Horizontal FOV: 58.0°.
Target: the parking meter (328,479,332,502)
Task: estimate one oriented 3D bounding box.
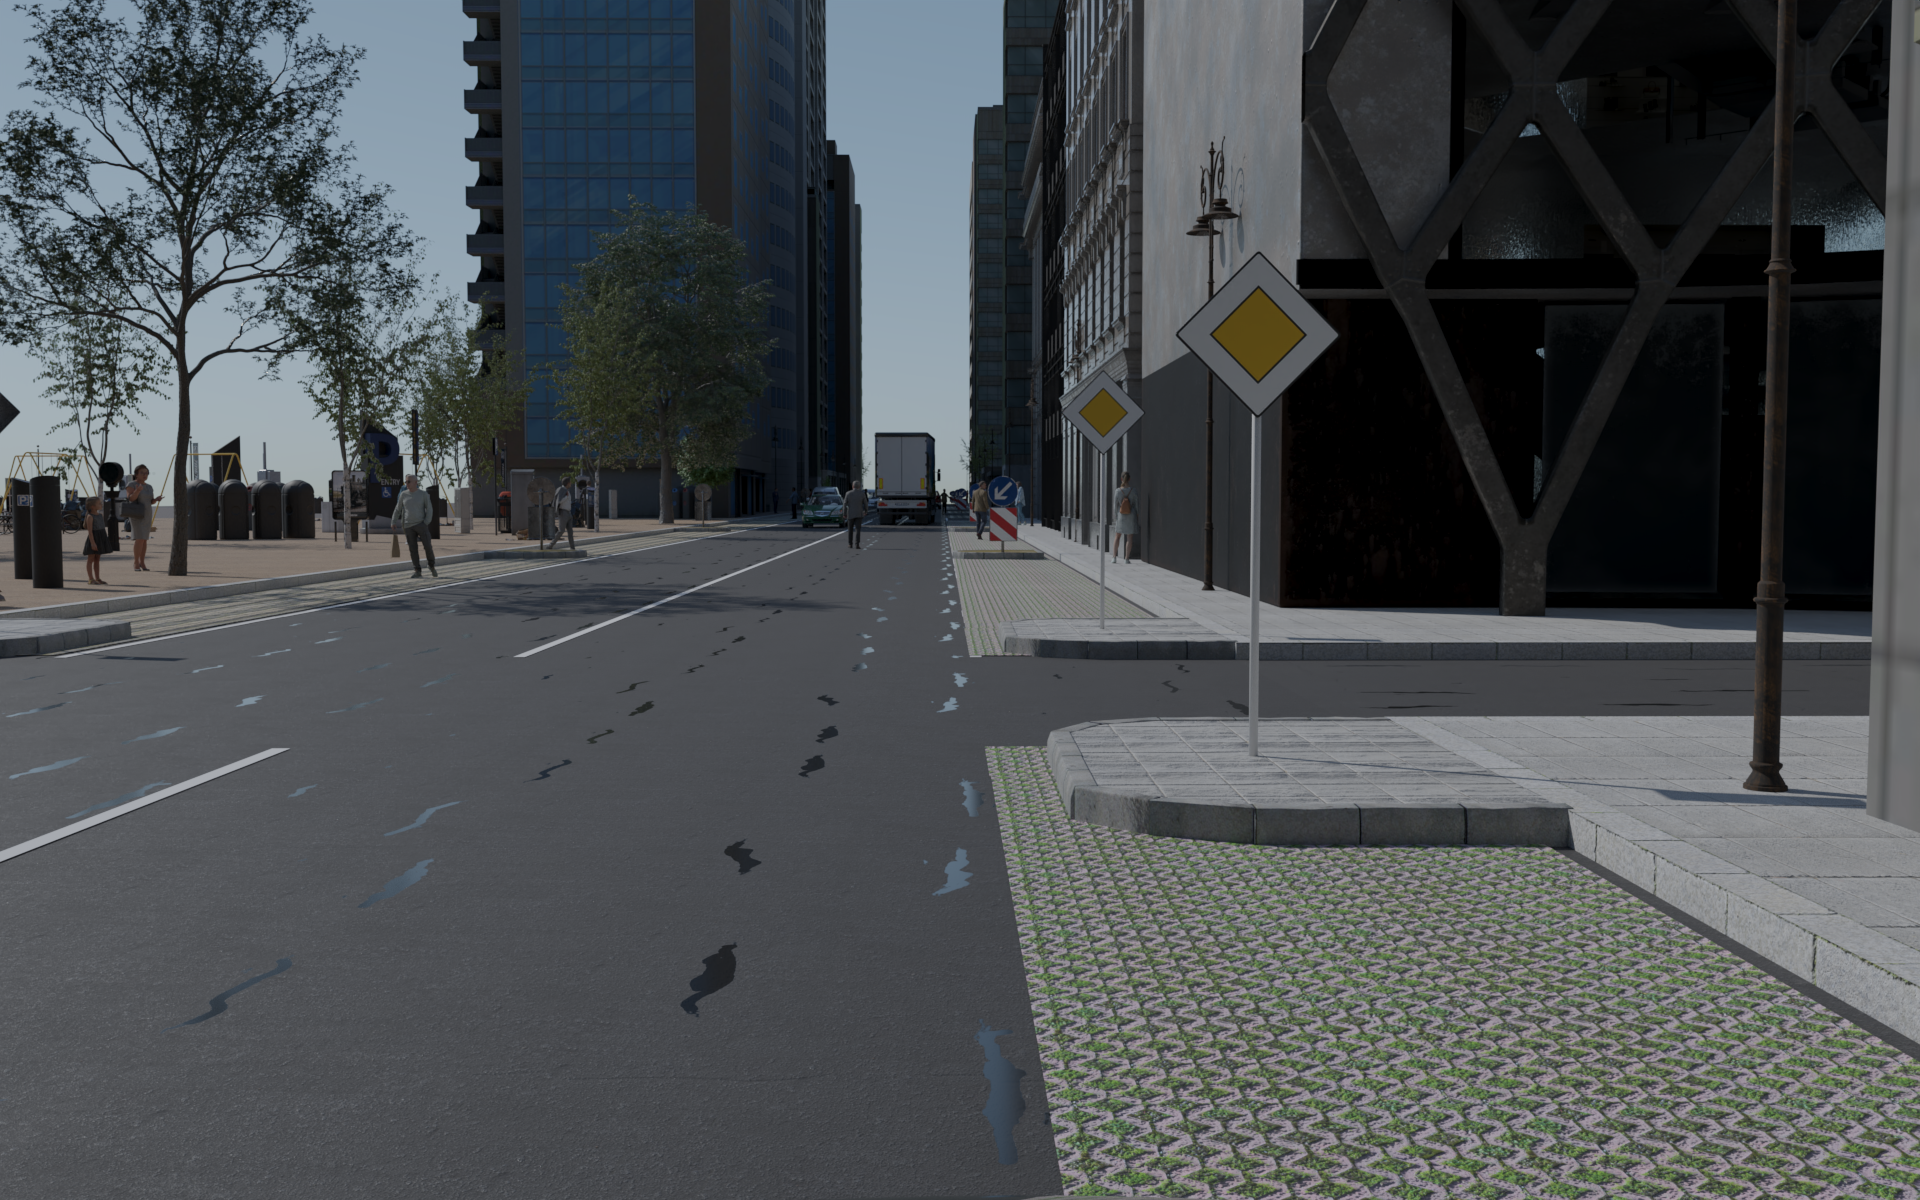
[{"bbox_3d":[-22.458,-3.453,62.168,0.255,1.863,0.399,0,4,7],"label":"parking meter"}]

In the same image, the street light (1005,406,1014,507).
[{"bbox_3d":[2.610,-7.240,91.156,0.468,5.910,1.993,0,4,-1],"label":"street light"}]

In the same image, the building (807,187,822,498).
[{"bbox_3d":[-20.078,-23.512,156.119,14.160,30.474,14.107,0,4,-1],"label":"building"}]

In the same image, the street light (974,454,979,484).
[{"bbox_3d":[1.897,-11.912,167.547,0.468,5.910,1.993,0,4,-1],"label":"street light"}]

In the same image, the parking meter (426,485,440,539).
[{"bbox_3d":[-14.971,-2.494,49.189,0.372,1.533,0.369,0,3,0],"label":"parking meter"}]

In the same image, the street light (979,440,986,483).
[{"bbox_3d":[2.084,-10.524,144.854,0.468,5.910,1.993,0,4,-1],"label":"street light"}]

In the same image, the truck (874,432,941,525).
[{"bbox_3d":[-2.511,-5.818,84.039,2.839,4.237,11.283,0,4,1],"label":"truck"}]

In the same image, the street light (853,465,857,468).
[{"bbox_3d":[-13.434,-15.228,221.765,0.468,5.910,1.993,0,4,-1],"label":"street light"}]

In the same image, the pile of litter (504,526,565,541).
[{"bbox_3d":[-11.897,-2.108,48.429,1.719,0.858,1.176,-1,4,-19],"label":"pile of litter"}]

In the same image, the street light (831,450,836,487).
[{"bbox_3d":[-12.932,-12.463,176.551,0.468,5.910,1.993,0,4,-1],"label":"street light"}]

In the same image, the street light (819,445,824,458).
[{"bbox_3d":[-12.750,-11.449,159.986,0.468,5.910,1.993,0,4,-1],"label":"street light"}]

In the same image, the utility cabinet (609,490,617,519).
[{"bbox_3d":[-17.812,-4.912,88.982,0.318,1.500,1.173,-1,4,-17],"label":"utility cabinet"}]

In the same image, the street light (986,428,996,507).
[{"bbox_3d":[2.273,-9.118,121.867,0.468,5.910,1.993,0,4,-1],"label":"street light"}]

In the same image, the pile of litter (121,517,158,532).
[{"bbox_3d":[-27.913,-2.745,58.852,1.176,0.858,1.719,-1,4,-17],"label":"pile of litter"}]

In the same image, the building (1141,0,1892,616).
[{"bbox_3d":[11.891,-9.583,24.141,16.811,18.784,16.820,0,4,-1],"label":"building"}]

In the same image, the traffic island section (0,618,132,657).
[{"bbox_3d":[-9.247,0.363,16.349,2.009,0.180,2.903,0,4,-1],"label":"traffic island section"}]

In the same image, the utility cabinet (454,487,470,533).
[{"bbox_3d":[-16.267,-2.927,56.530,0.318,1.500,1.173,-2,4,-26],"label":"utility cabinet"}]

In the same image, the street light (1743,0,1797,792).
[{"bbox_3d":[3.502,-2.114,7.353,0.468,5.910,1.993,0,4,-1],"label":"street light"}]

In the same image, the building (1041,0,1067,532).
[{"bbox_3d":[9.427,-14.050,59.392,12.332,23.373,15.834,0,4,-1],"label":"building"}]

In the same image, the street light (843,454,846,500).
[{"bbox_3d":[-13.270,-13.838,199.036,0.468,5.910,1.993,0,4,-1],"label":"street light"}]

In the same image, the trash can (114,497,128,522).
[{"bbox_3d":[-37.957,-4.080,78.361,0.748,1.137,0.748,0,3,0],"label":"trash can"}]

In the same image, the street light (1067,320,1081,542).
[{"bbox_3d":[3.125,-4.480,46.028,0.468,5.910,1.993,0,4,-1],"label":"street light"}]

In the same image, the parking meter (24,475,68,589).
[{"bbox_3d":[-12.471,-0.932,23.643,0.372,1.533,0.369,0,3,0],"label":"parking meter"}]

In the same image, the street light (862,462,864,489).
[{"bbox_3d":[-13.676,-16.638,244.819,0.468,5.910,1.993,0,4,-1],"label":"street light"}]

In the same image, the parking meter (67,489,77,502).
[{"bbox_3d":[-42.147,-4.501,81.997,0.372,1.533,0.369,0,3,0],"label":"parking meter"}]

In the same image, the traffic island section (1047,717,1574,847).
[{"bbox_3d":[1.478,0.845,8.472,2.009,0.180,2.903,0,4,-1],"label":"traffic island section"}]

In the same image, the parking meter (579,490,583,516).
[{"bbox_3d":[-17.972,-4.538,82.602,0.372,1.533,0.369,0,3,0],"label":"parking meter"}]

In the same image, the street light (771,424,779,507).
[{"bbox_3d":[-12.257,-8.711,115.207,0.468,5.910,1.993,0,4,-1],"label":"street light"}]

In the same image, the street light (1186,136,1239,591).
[{"bbox_3d":[3.305,-3.063,22.872,0.468,5.910,1.993,0,4,-1],"label":"street light"}]

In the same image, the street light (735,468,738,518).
[{"bbox_3d":[-12.052,-7.356,93.066,0.468,5.910,1.993,0,4,-1],"label":"street light"}]

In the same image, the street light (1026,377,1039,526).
[{"bbox_3d":[2.859,-5.861,68.620,0.468,5.910,1.993,0,4,-1],"label":"street light"}]

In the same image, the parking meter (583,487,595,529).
[{"bbox_3d":[-13.421,-3.348,63.151,0.372,1.533,0.369,0,3,0],"label":"parking meter"}]

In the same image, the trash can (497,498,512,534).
[{"bbox_3d":[-14.764,-2.742,56.480,0.748,1.137,0.748,0,3,0],"label":"trash can"}]

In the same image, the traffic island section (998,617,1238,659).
[{"bbox_3d":[1.393,0.356,16.457,2.009,0.180,2.903,0,4,-1],"label":"traffic island section"}]

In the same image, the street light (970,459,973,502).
[{"bbox_3d":[1.573,-12.922,184.059,0.468,5.910,1.993,0,4,-1],"label":"street light"}]

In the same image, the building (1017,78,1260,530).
[{"bbox_3d":[9.774,-14.529,79.349,13.314,21.916,24.055,0,4,-1],"label":"building"}]

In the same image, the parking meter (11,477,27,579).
[{"bbox_3d":[-14.100,-1.086,26.171,0.372,1.533,0.369,0,3,0],"label":"parking meter"}]

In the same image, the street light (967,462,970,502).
[{"bbox_3d":[1.354,-14.276,206.201,0.468,5.910,1.993,0,4,-1],"label":"street light"}]

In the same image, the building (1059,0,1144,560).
[{"bbox_3d":[7.799,-11.810,42.246,9.793,20.994,18.267,0,4,-1],"label":"building"}]

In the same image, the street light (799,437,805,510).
[{"bbox_3d":[-12.578,-10.065,137.348,0.468,5.910,1.993,0,4,-1],"label":"street light"}]

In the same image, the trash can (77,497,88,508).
[{"bbox_3d":[-43.932,-4.608,86.988,0.748,1.137,0.748,0,3,0],"label":"trash can"}]
